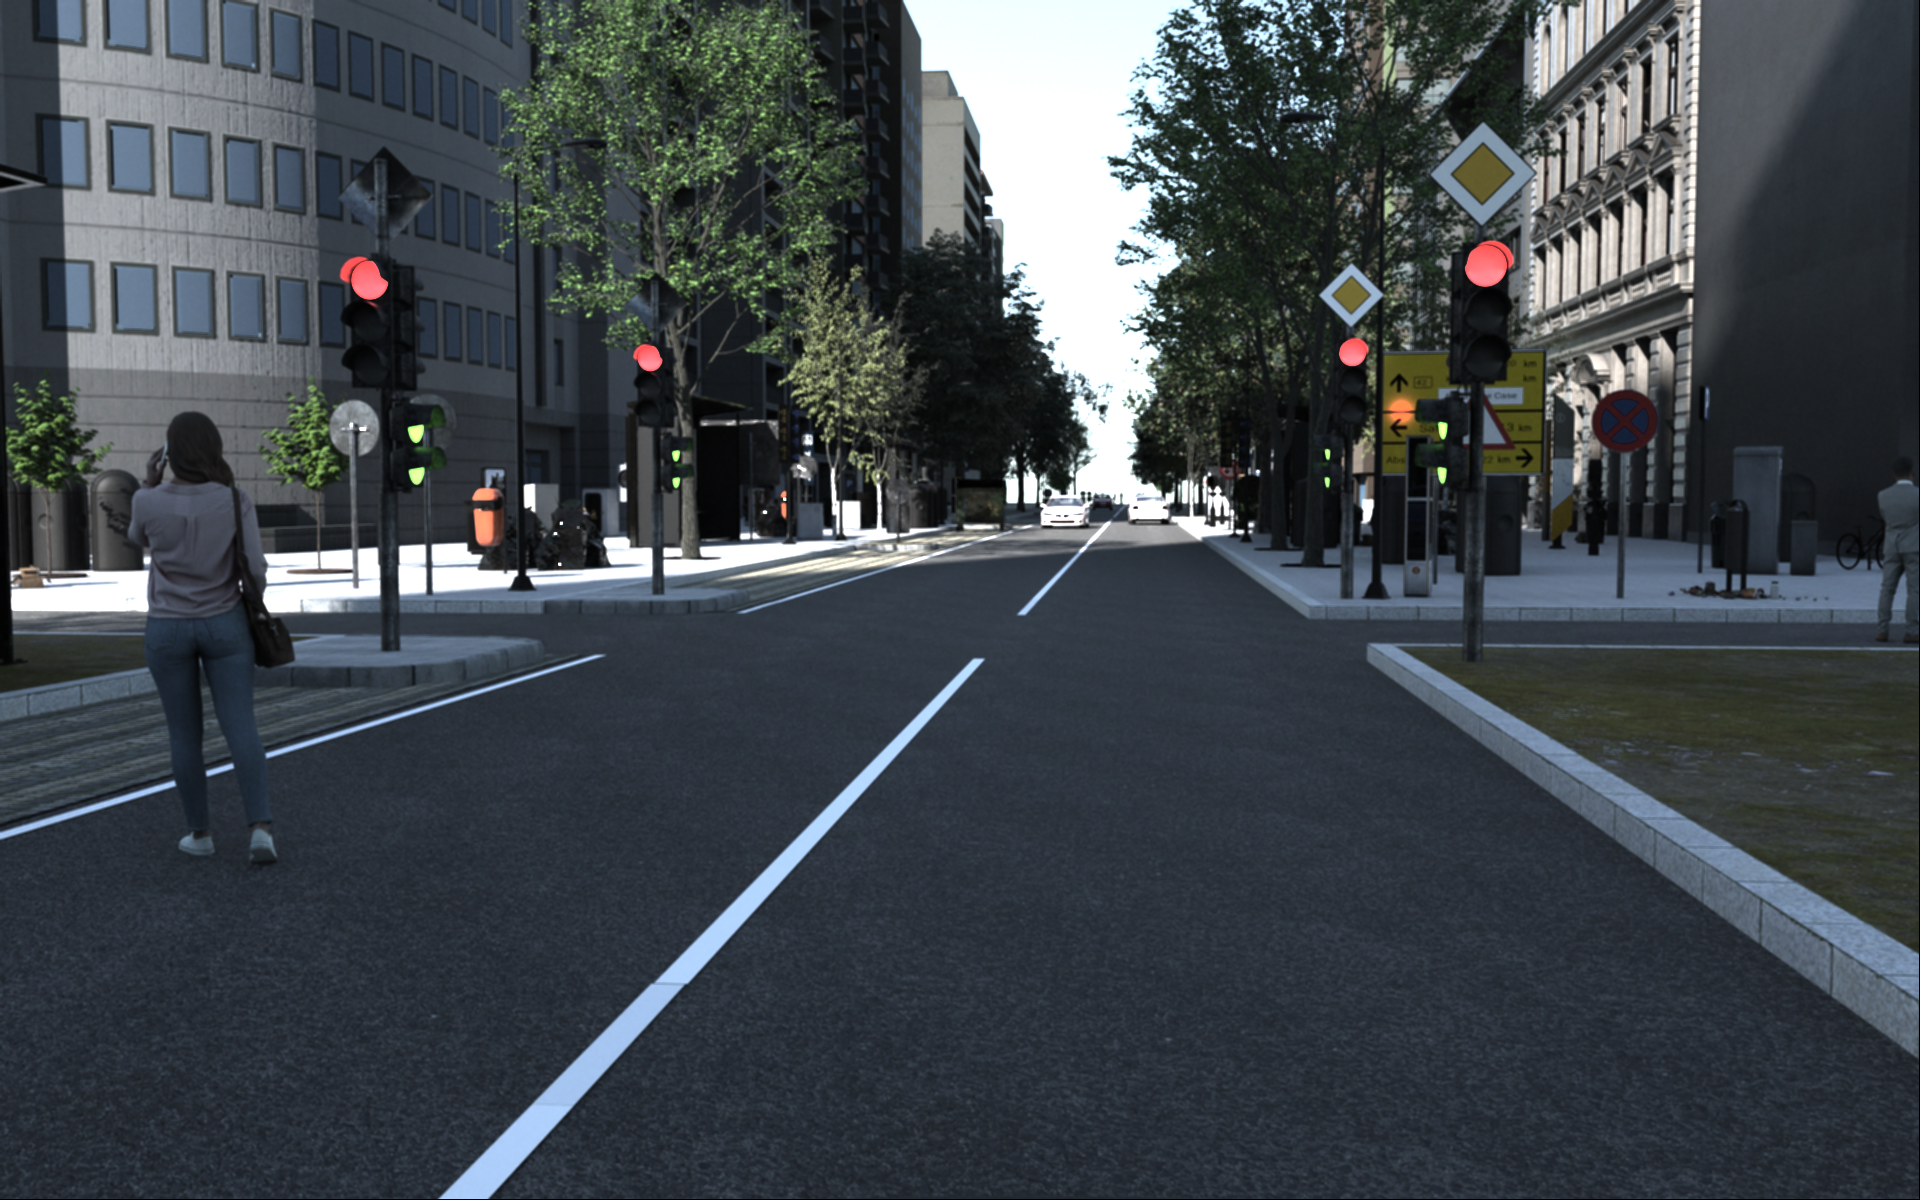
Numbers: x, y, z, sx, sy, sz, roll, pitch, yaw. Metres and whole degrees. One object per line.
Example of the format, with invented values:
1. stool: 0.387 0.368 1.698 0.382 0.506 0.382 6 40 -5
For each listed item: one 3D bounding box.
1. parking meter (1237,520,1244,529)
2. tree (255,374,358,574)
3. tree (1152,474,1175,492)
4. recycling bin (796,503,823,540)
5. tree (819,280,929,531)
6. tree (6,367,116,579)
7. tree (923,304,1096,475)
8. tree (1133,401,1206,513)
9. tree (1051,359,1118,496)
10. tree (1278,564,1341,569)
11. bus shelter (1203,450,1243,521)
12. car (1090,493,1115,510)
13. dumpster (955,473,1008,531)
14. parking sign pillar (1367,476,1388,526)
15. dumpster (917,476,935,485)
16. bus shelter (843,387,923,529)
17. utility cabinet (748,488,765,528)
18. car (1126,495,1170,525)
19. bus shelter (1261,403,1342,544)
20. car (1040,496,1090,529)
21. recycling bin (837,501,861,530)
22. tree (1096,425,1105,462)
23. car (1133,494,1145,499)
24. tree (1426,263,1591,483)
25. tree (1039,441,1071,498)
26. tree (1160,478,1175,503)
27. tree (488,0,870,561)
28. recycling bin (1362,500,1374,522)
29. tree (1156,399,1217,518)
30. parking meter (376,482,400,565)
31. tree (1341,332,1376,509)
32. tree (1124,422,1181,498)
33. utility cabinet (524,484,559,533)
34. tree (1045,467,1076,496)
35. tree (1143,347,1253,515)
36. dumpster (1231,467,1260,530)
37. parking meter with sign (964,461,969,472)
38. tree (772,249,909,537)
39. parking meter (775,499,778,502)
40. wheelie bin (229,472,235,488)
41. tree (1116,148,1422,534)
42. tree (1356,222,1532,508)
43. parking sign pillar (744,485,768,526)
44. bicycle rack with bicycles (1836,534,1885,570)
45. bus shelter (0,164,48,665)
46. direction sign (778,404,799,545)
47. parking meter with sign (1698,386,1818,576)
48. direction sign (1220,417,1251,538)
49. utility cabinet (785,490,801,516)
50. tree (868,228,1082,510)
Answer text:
1. parking meter: 10.410 -3.600 64.573 0.255 1.863 0.399 3 4 38
2. tree: -10.544 -2.045 28.032 1.663 3.219 1.824 0 3 0
3. tree: 28.329 -15.733 240.951 4.285 4.588 4.351 0 3 0
4. recycling bin: -4.242 -2.217 48.810 0.722 1.027 0.722 -1 4 -9
5. tree: -2.790 -6.659 59.240 4.360 8.622 3.978 0 3 0
6. tree: -13.887 -1.958 26.620 1.663 3.219 1.824 0 3 0
7. tree: 2.110 -12.282 111.177 12.009 13.543 11.850 0 3 0
8. tree: 17.425 -12.427 137.596 8.767 10.594 7.601 2 4 29
9. tree: 15.976 -23.532 240.643 12.611 20.169 13.585 0 3 0
10. tree: 6.390 -6.382 30.104 9.928 11.665 9.643 0 3 0
11. bus shelter: 12.181 -5.224 79.335 2.014 3.302 5.546 0 4 6
12. car: 12.698 -8.892 154.425 2.155 1.783 4.494 0 4 4
13. dumpster: 0.815 -3.757 66.381 1.985 2.255 1.502 0 4 6
14. parking sign pillar: 17.362 -5.024 70.615 1.447 3.967 1.447 2 4 34
15. dumpster: -1.945 -5.423 91.160 1.502 2.255 1.985 0 4 6
16. bus shelter: -3.049 -5.506 67.648 2.179 5.291 8.768 0 4 6
17. utility cabinet: -7.742 -3.498 65.865 0.318 1.500 1.173 1 4 10
18. car: 8.963 -4.277 82.293 2.083 1.381 4.827 0 4 4
19. bus shelter: 9.350 -3.443 47.581 1.731 3.624 6.357 0 4 6
20. car: 4.480 -3.727 73.302 2.083 1.381 4.827 0 4 7
21. recycling bin: -4.044 -3.038 62.227 0.722 1.027 0.722 -2 4 -33
22. tree: 13.602 -19.135 223.232 12.009 13.543 11.850 0 3 0
23. car: 23.705 -13.357 227.426 2.155 1.783 4.494 0 4 6
24. tree: 17.002 -6.315 53.616 4.360 8.622 3.978 0 3 0
25. tree: 8.605 -13.546 171.844 4.360 8.622 3.978 0 3 0
26. tree: 29.214 -15.520 248.353 1.663 3.219 1.824 0 3 0
27. tree: -5.449 -6.601 33.688 9.928 11.665 9.643 0 3 0
28. recycling bin: 18.928 -4.086 79.353 0.722 1.027 0.722 -1 4 -20
29. tree: 12.717 -8.723 92.981 4.360 8.622 3.978 0 3 0
30. parking meter: -10.329 -1.398 31.273 0.372 1.533 0.369 0 3 0
31. tree: 14.386 -7.029 65.284 4.360 8.622 3.978 0 3 0
32. tree: 25.260 -18.913 215.877 9.857 13.997 8.962 0 3 0
33. utility cabinet: -9.305 -1.820 38.431 0.318 1.500 1.173 1 4 13
34. tree: 11.133 -12.724 191.755 4.285 4.588 4.351 0 3 0
35. tree: 15.043 -11.421 104.852 7.486 12.596 7.792 0 3 0
36. dumpster: 10.618 -3.707 63.101 1.502 2.255 1.985 0 4 6
37. parking meter with sign: 0.401 -5.927 93.172 0.543 3.016 1.738 1 4 13
38. tree: -3.718 -6.205 51.810 4.737 8.622 4.395 0 3 0
39. parking meter: -9.940 -5.438 94.627 0.255 1.863 0.399 -1 4 -23
40. wheelie bin: -10.219 -0.953 23.490 0.980 1.594 0.693 -2 4 -33
41. tree: 9.977 -8.510 56.153 9.611 12.733 9.660 0 3 0
42. tree: 13.074 -5.870 46.341 4.737 8.622 4.395 0 3 0
43. parking sign pillar: -7.985 -4.977 69.852 1.447 3.967 1.447 -1 4 -10
44. bicycle rack with bicycles: 16.197 -0.911 28.284 2.852 0.926 2.925 0 4 -3
45. bus shelter: -7.925 -1.144 9.995 1.731 3.624 6.357 0 4 6
46. direction sign: -4.350 -3.185 44.066 0.379 3.537 0.876 2 4 30
47. parking meter with sign: 12.739 -1.919 27.644 1.738 3.016 0.543 2 4 30
48. direction sign: 8.133 -3.621 51.195 0.876 3.537 0.379 0 4 3
49. utility cabinet: -9.349 -5.459 97.941 1.173 1.500 0.318 0 4 -8
50. tree: 0.033 -10.761 82.591 9.857 13.997 8.962 0 3 0
